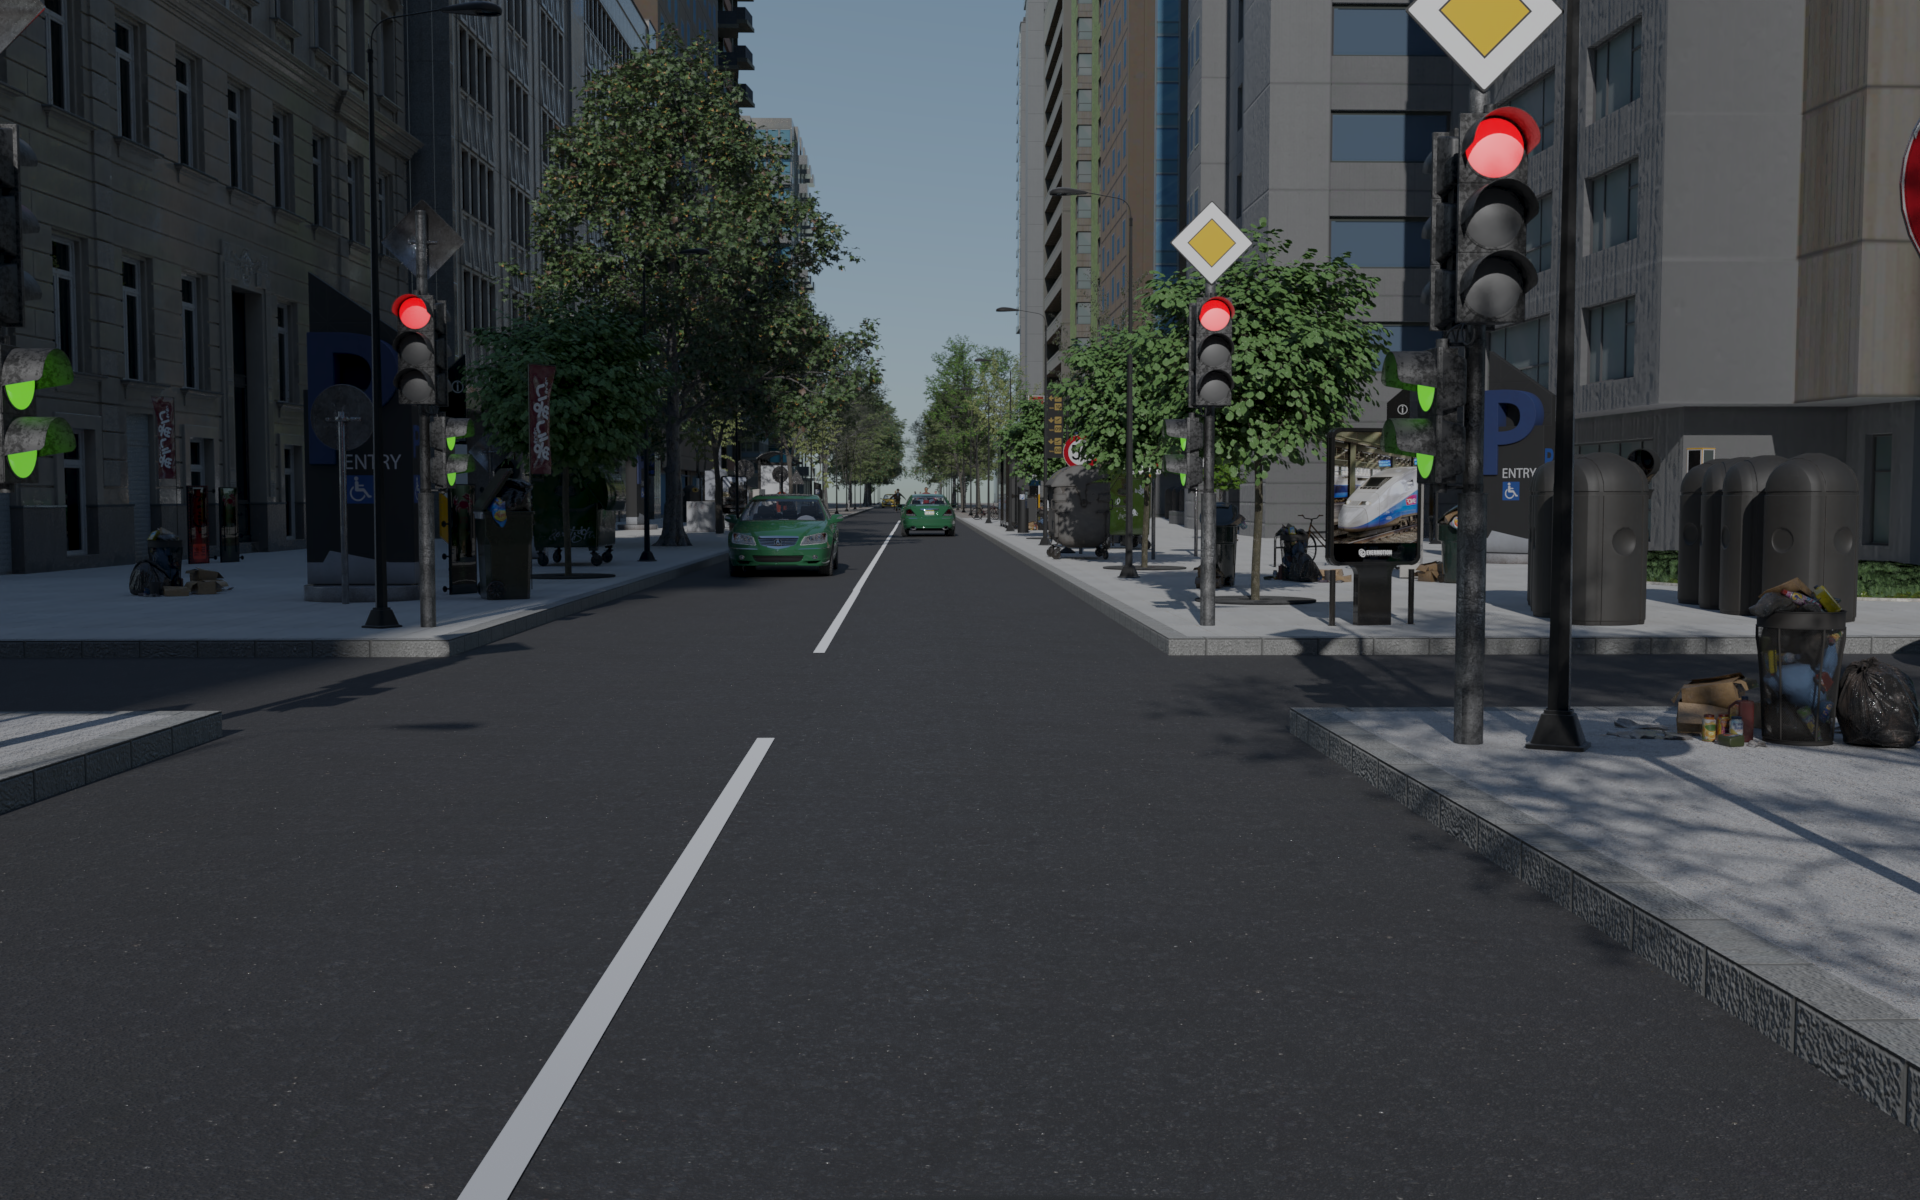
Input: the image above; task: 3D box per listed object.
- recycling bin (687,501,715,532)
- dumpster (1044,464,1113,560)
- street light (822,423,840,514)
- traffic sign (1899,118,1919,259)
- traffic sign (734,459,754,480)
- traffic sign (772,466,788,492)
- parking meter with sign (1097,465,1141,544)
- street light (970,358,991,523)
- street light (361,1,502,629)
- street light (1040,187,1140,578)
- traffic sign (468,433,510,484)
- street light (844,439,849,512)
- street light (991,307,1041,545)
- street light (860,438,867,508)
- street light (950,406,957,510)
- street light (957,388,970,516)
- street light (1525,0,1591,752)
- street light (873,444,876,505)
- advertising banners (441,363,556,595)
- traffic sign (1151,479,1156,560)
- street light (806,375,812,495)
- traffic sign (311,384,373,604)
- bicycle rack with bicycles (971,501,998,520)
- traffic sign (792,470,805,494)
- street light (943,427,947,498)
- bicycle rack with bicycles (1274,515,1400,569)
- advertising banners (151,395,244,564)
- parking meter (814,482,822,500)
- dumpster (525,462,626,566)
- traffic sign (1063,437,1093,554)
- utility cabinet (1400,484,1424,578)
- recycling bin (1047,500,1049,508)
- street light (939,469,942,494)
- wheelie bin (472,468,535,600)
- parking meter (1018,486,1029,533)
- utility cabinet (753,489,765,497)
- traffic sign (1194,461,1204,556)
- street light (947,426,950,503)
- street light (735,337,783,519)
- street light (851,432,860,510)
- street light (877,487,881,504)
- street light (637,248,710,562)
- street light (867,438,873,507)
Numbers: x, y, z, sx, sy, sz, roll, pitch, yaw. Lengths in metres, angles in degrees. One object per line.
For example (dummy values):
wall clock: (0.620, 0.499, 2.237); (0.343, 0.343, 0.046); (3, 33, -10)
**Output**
recycling bin: (-8.805, -2.833, 58.871); (0.722, 1.027, 0.722); (-3, 5, -43)
dumpster: (2.377, -1.762, 34.573); (1.264, 1.857, 1.865); (0, 4, -1)
street light: (-6.687, -6.826, 84.144); (1.470, 5.913, 1.316); (0, 4, -1)
traffic sign: (3.079, -0.302, 5.038); (0.768, 2.556, 0.104); (0, 4, 3)
traffic sign: (-7.948, -3.894, 63.768); (0.768, 2.556, 0.104); (0, 4, 4)
traffic sign: (-8.159, -4.797, 78.545); (0.768, 2.556, 0.104); (1, 4, 8)
parking meter with sign: (4.111, -2.994, 45.214); (0.543, 3.016, 1.738); (-2, 4, -32)
street light: (1.186, -5.312, 59.395); (1.470, 5.913, 1.316); (0, 4, -1)
street light: (-5.017, -2.687, 16.480); (1.470, 5.913, 1.316); (0, 4, -1)
street light: (2.051, -3.295, 26.407); (1.470, 5.913, 1.316); (0, 4, -1)
traffic sign: (-8.342, -1.808, 30.750); (0.795, 2.450, 0.064); (0, 4, 6)
street light: (-6.853, -7.391, 93.389); (1.470, 5.913, 1.316); (0, 4, -1)
street light: (1.590, -4.319, 43.156); (1.470, 5.913, 1.316); (0, 4, -1)
street light: (-7.765, -9.440, 126.882); (1.470, 5.913, 1.316); (0, 4, -1)
street light: (0.347, -7.299, 91.872); (1.470, 5.913, 1.316); (0, 4, -1)
street light: (0.709, -6.305, 75.632); (1.470, 5.913, 1.316); (0, 4, -1)
street light: (2.491, -2.205, 8.593); (1.470, 5.913, 1.316); (0, 4, -1)
street light: (-8.630, -11.434, 159.493); (1.470, 5.913, 1.316); (0, 4, -1)
advertising banners: (-6.010, -1.625, 22.751); (0.090, 3.025, 2.074); (2, 4, 30)
traffic sign: (3.787, -2.064, 33.858); (0.768, 2.556, 0.104); (0, 4, 6)
street light: (-6.305, -5.749, 66.537); (1.470, 5.913, 1.316); (0, 4, -1)
traffic sign: (-7.170, -1.225, 20.135); (0.768, 2.556, 0.104); (0, 4, 3)
bicycle rack with bicycles: (2.252, -4.461, 86.323); (2.925, 0.926, 2.852); (1, 4, 17)
traffic sign: (-8.697, -5.634, 92.124); (0.884, 2.594, 0.081); (0, 4, 5)
street light: (-0.287, -8.959, 119.023); (1.470, 5.913, 1.316); (0, 4, -1)
bicycle rack with bicycles: (6.965, -1.032, 30.251); (2.925, 0.926, 2.852); (-3, 5, -41)
advertising banners: (-13.972, -2.176, 31.763); (0.090, 3.025, 2.074); (1, 4, 21)
parking meter: (-6.753, -4.687, 82.344); (0.399, 1.863, 0.255); (0, 4, 1)
dumpster: (-6.970, -1.770, 31.437); (1.502, 2.255, 1.985); (0, 4, -1)
traffic sign: (2.583, -2.256, 36.990); (0.768, 2.556, 0.104); (0, 4, 4)
utility cabinet: (6.977, -1.101, 26.687); (0.318, 1.500, 1.173); (1, 4, 17)
recycling bin: (3.938, -4.400, 84.492); (0.722, 1.027, 0.722); (0, 4, -8)
street light: (-0.709, -9.952, 135.261); (1.470, 5.913, 1.316); (0, 4, -1)
wheelie bin: (-5.583, -0.816, 21.252); (0.693, 1.594, 0.980); (-2, 4, -26)
parking meter: (2.083, -2.980, 57.126); (0.372, 1.533, 0.369); (0, 3, 0)
utility cabinet: (-8.862, -4.137, 76.322); (0.318, 1.500, 1.173); (0, 4, 7)
traffic sign: (4.853, -2.167, 35.544); (0.768, 2.556, 0.104); (0, 4, 2)
street light: (0.104, -7.966, 102.784); (1.470, 5.913, 1.316); (0, 4, -1)
street light: (-5.945, -4.756, 50.297); (1.470, 5.913, 1.316); (0, 4, -1)
street light: (-7.313, -8.422, 110.234); (1.470, 5.913, 1.316); (0, 4, -1)
street light: (-8.979, -12.480, 176.595); (1.470, 5.913, 1.316); (0, 4, -1)
street light: (-5.423, -3.689, 32.850); (1.470, 5.913, 1.316); (0, 4, -1)
street light: (-8.142, -10.433, 143.121); (1.470, 5.913, 1.316); (0, 4, -1)
